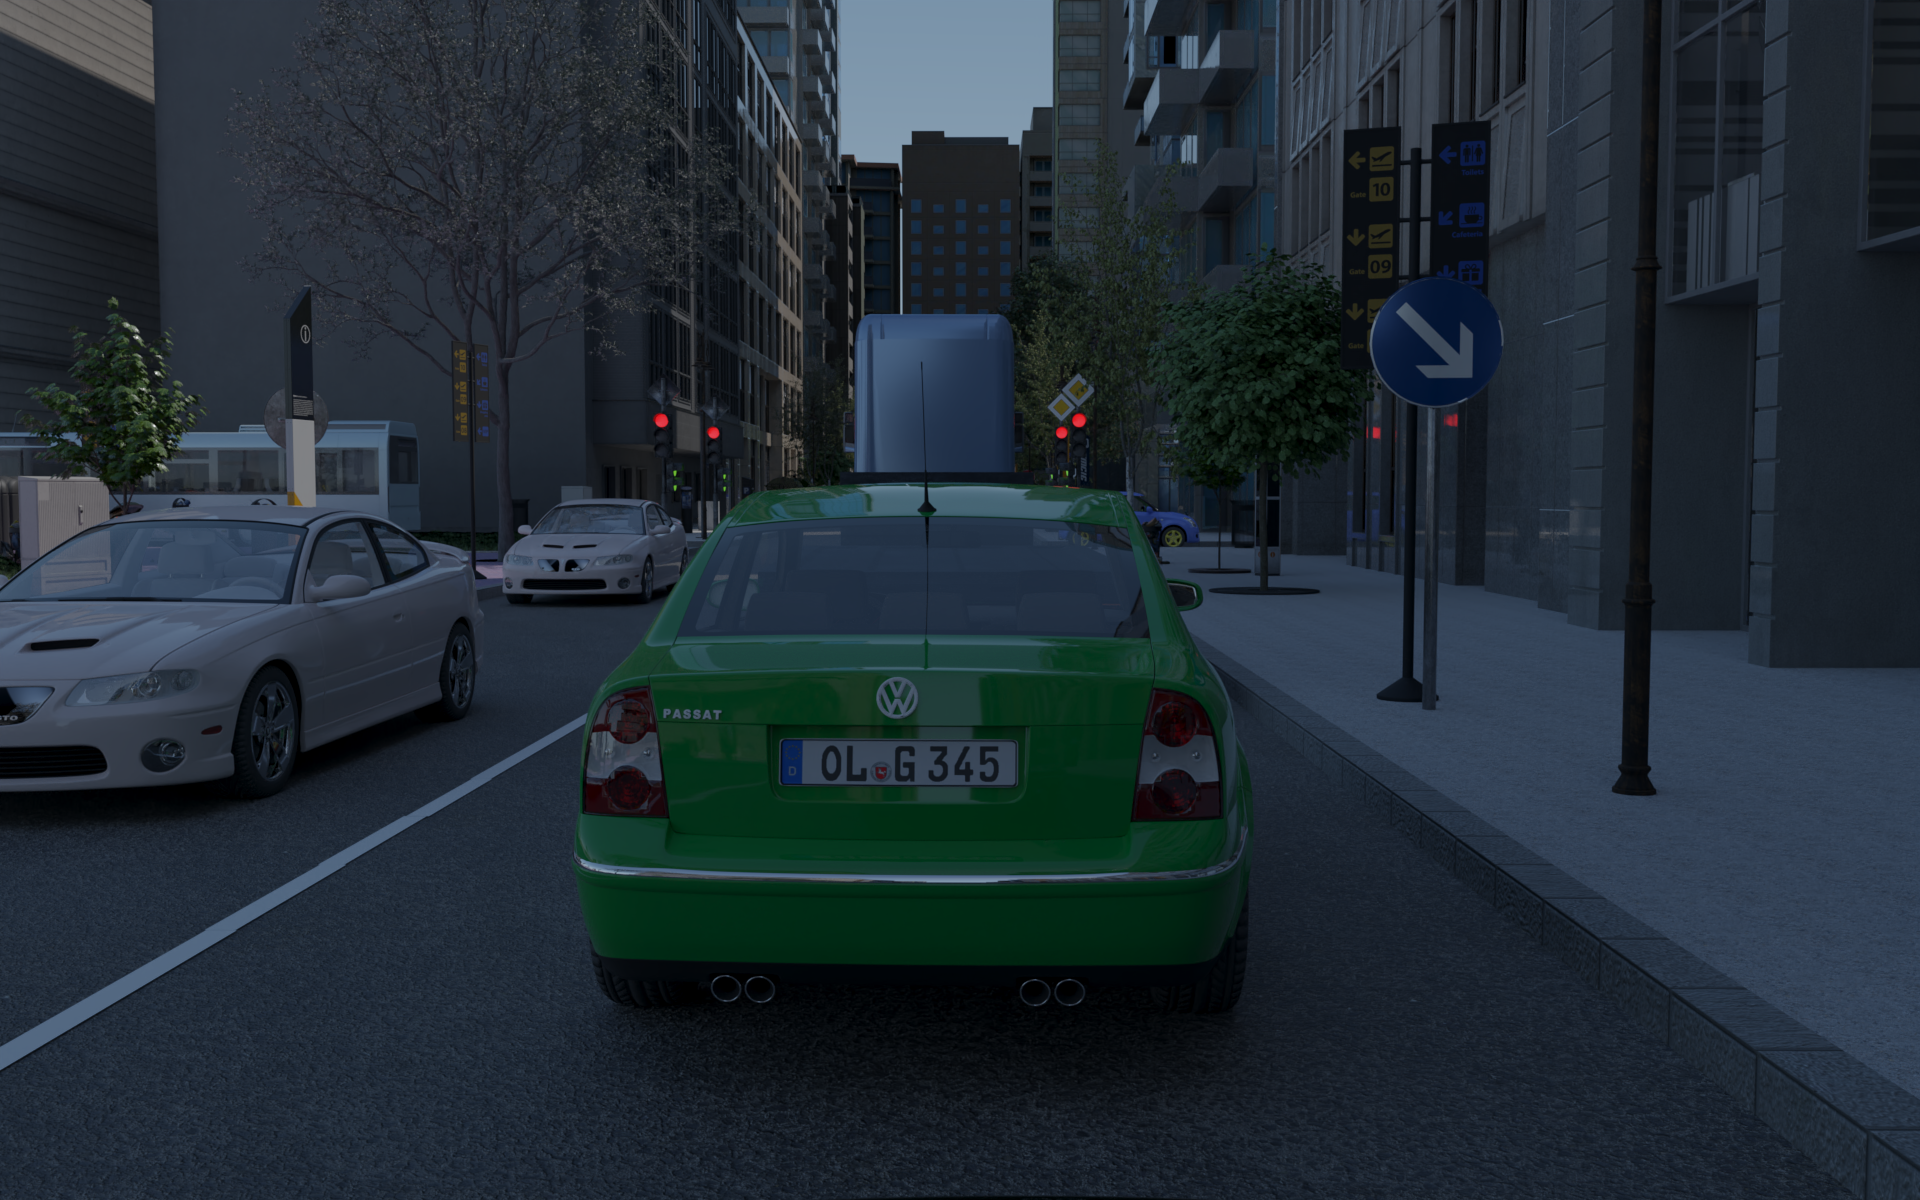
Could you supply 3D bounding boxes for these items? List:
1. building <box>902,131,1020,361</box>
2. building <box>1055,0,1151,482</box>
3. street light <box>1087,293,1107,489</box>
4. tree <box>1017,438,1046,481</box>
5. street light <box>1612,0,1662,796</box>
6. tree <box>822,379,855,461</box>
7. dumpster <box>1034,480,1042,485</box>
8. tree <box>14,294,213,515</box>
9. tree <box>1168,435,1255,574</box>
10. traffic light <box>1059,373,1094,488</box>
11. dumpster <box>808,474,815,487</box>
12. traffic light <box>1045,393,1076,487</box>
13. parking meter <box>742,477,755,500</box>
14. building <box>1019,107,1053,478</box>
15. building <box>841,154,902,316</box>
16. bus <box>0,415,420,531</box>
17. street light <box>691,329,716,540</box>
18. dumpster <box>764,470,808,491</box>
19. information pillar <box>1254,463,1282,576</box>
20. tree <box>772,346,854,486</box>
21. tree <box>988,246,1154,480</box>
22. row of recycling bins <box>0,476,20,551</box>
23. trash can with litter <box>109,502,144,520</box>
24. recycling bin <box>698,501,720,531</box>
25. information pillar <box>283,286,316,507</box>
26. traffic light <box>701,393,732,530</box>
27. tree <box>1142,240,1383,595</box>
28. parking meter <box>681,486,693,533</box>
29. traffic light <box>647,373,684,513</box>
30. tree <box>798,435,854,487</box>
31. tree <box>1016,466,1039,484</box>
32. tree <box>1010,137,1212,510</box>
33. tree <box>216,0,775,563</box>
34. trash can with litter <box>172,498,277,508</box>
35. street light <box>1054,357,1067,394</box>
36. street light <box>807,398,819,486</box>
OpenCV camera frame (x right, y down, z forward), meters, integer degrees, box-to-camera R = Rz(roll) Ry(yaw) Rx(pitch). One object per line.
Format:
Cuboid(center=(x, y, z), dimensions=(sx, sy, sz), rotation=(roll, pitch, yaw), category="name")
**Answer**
Cuboid(center=(0.150, -34.652, 216.676), dimensions=(14.200, 45.320, 14.600), rotation=(0, 4, 0), category="building")
Cuboid(center=(14.394, -27.670, 135.994), dimensions=(14.154, 41.232, 14.086), rotation=(0, 4, 0), category="building")
Cuboid(center=(3.120, -4.107, 39.944), dimensions=(0.468, 5.910, 1.993), rotation=(0, 4, 0), category="street light")
Cuboid(center=(4.128, -14.599, 156.818), dimensions=(7.486, 12.596, 7.792), rotation=(0, 3, 0), category="tree")
Cuboid(center=(2.897, -2.109, 7.266), dimensions=(0.468, 5.910, 1.993), rotation=(0, 4, 0), category="street light")
Cuboid(center=(-7.192, -9.871, 111.757), dimensions=(4.737, 8.622, 4.395), rotation=(0, 3, 0), category="tree")
Cuboid(center=(3.673, -5.572, 93.598), dimensions=(1.502, 2.255, 1.985), rotation=(0, 4, 1), category="dumpster")
Cuboid(center=(-8.322, -1.366, 16.932), dimensions=(1.663, 3.219, 1.824), rotation=(0, 3, 0), category="tree")
Cuboid(center=(4.214, -2.067, 28.398), dimensions=(1.663, 3.219, 1.824), rotation=(0, 3, 0), category="tree")
Cuboid(center=(2.732, -3.143, 40.312), dimensions=(0.839, 4.253, 0.868), rotation=(0, 4, 0), category="traffic light")
Cuboid(center=(-7.067, -4.464, 75.482), dimensions=(1.502, 2.255, 1.985), rotation=(0, 4, 1), category="dumpster")
Cuboid(center=(2.801, -3.632, 48.297), dimensions=(0.839, 4.253, 0.868), rotation=(0, 4, 0), category="traffic light")
Cuboid(center=(-7.104, -3.207, 58.144), dimensions=(0.399, 1.863, 0.255), rotation=(1, 4, 18), category="parking meter")
Cuboid(center=(18.117, -36.485, 220.223), dimensions=(21.600, 48.544, 21.300), rotation=(0, 4, 0), category="building")
Cuboid(center=(-21.812, -34.677, 221.589), dimensions=(28.867, 44.769, 22.147), rotation=(0, 4, 0), category="building")
Cuboid(center=(-20.814, -3.022, 44.275), dimensions=(13.247, 3.499, 2.948), rotation=(0, 3, 0), category="bus")
Cuboid(center=(-7.180, -4.637, 48.610), dimensions=(0.468, 5.910, 1.993), rotation=(0, 4, 0), category="street light")
Cuboid(center=(-7.105, -4.132, 70.045), dimensions=(1.502, 2.255, 1.985), rotation=(0, 4, 0), category="dumpster")
Cuboid(center=(4.830, -1.386, 27.161), dimensions=(0.304, 2.012, 0.304), rotation=(-2, 4, -24), category="information pillar")
Cuboid(center=(-7.474, -8.334, 86.630), dimensions=(4.360, 8.622, 3.978), rotation=(0, 3, 0), category="tree")
Cuboid(center=(4.341, -9.980, 80.175), dimensions=(9.611, 12.733, 9.660), rotation=(0, 3, 0), category="tree")
Cuboid(center=(-21.979, -2.008, 39.936), dimensions=(1.069, 1.692, 3.534), rotation=(-1, 4, -15), category="row of recycling bins")
Cuboid(center=(-12.066, -0.805, 24.544), dimensions=(1.055, 1.170, 0.624), rotation=(2, 4, 24), category="trash can with litter")
Cuboid(center=(-8.866, -2.971, 61.136), dimensions=(0.722, 1.027, 0.722), rotation=(0, 4, -6), category="recycling bin")
Cuboid(center=(-7.363, -1.713, 19.357), dimensions=(0.183, 3.616, 0.504), rotation=(0, 4, 8), category="information pillar")
Cuboid(center=(-6.810, -3.636, 48.363), dimensions=(0.839, 4.253, 0.868), rotation=(0, 4, 0), category="traffic light")
Cuboid(center=(4.060, -2.376, 22.567), dimensions=(4.285, 4.588, 4.351), rotation=(0, 3, 0), category="tree")
Cuboid(center=(-8.922, -2.944, 56.550), dimensions=(0.372, 1.533, 0.369), rotation=(0, 3, 0), category="parking meter")
Cuboid(center=(-6.879, -3.147, 40.379), dimensions=(0.839, 4.253, 0.868), rotation=(0, 4, 0), category="traffic light")
Cuboid(center=(-7.365, -6.912, 96.717), dimensions=(4.285, 4.588, 4.351), rotation=(0, 3, 0), category="tree")
Cuboid(center=(4.031, -6.745, 104.889), dimensions=(1.663, 3.219, 1.824), rotation=(0, 3, 0), category="tree")
Cuboid(center=(3.475, -5.219, 35.691), dimensions=(4.737, 8.622, 4.395), rotation=(0, 3, 0), category="tree")
Cuboid(center=(-8.708, -7.459, 32.319), dimensions=(12.009, 13.543, 11.850), rotation=(0, 3, 0), category="tree")
Cuboid(center=(-11.247, -0.981, 27.100), dimensions=(1.678, 1.210, 2.233), rotation=(1, 4, 20), category="trash can with litter")
Cuboid(center=(3.350, -5.152, 57.027), dimensions=(0.468, 5.910, 1.993), rotation=(0, 4, 0), category="street light")
Cuboid(center=(-6.942, -6.684, 82.078), dimensions=(0.468, 5.910, 1.993), rotation=(0, 4, 0), category="street light")
